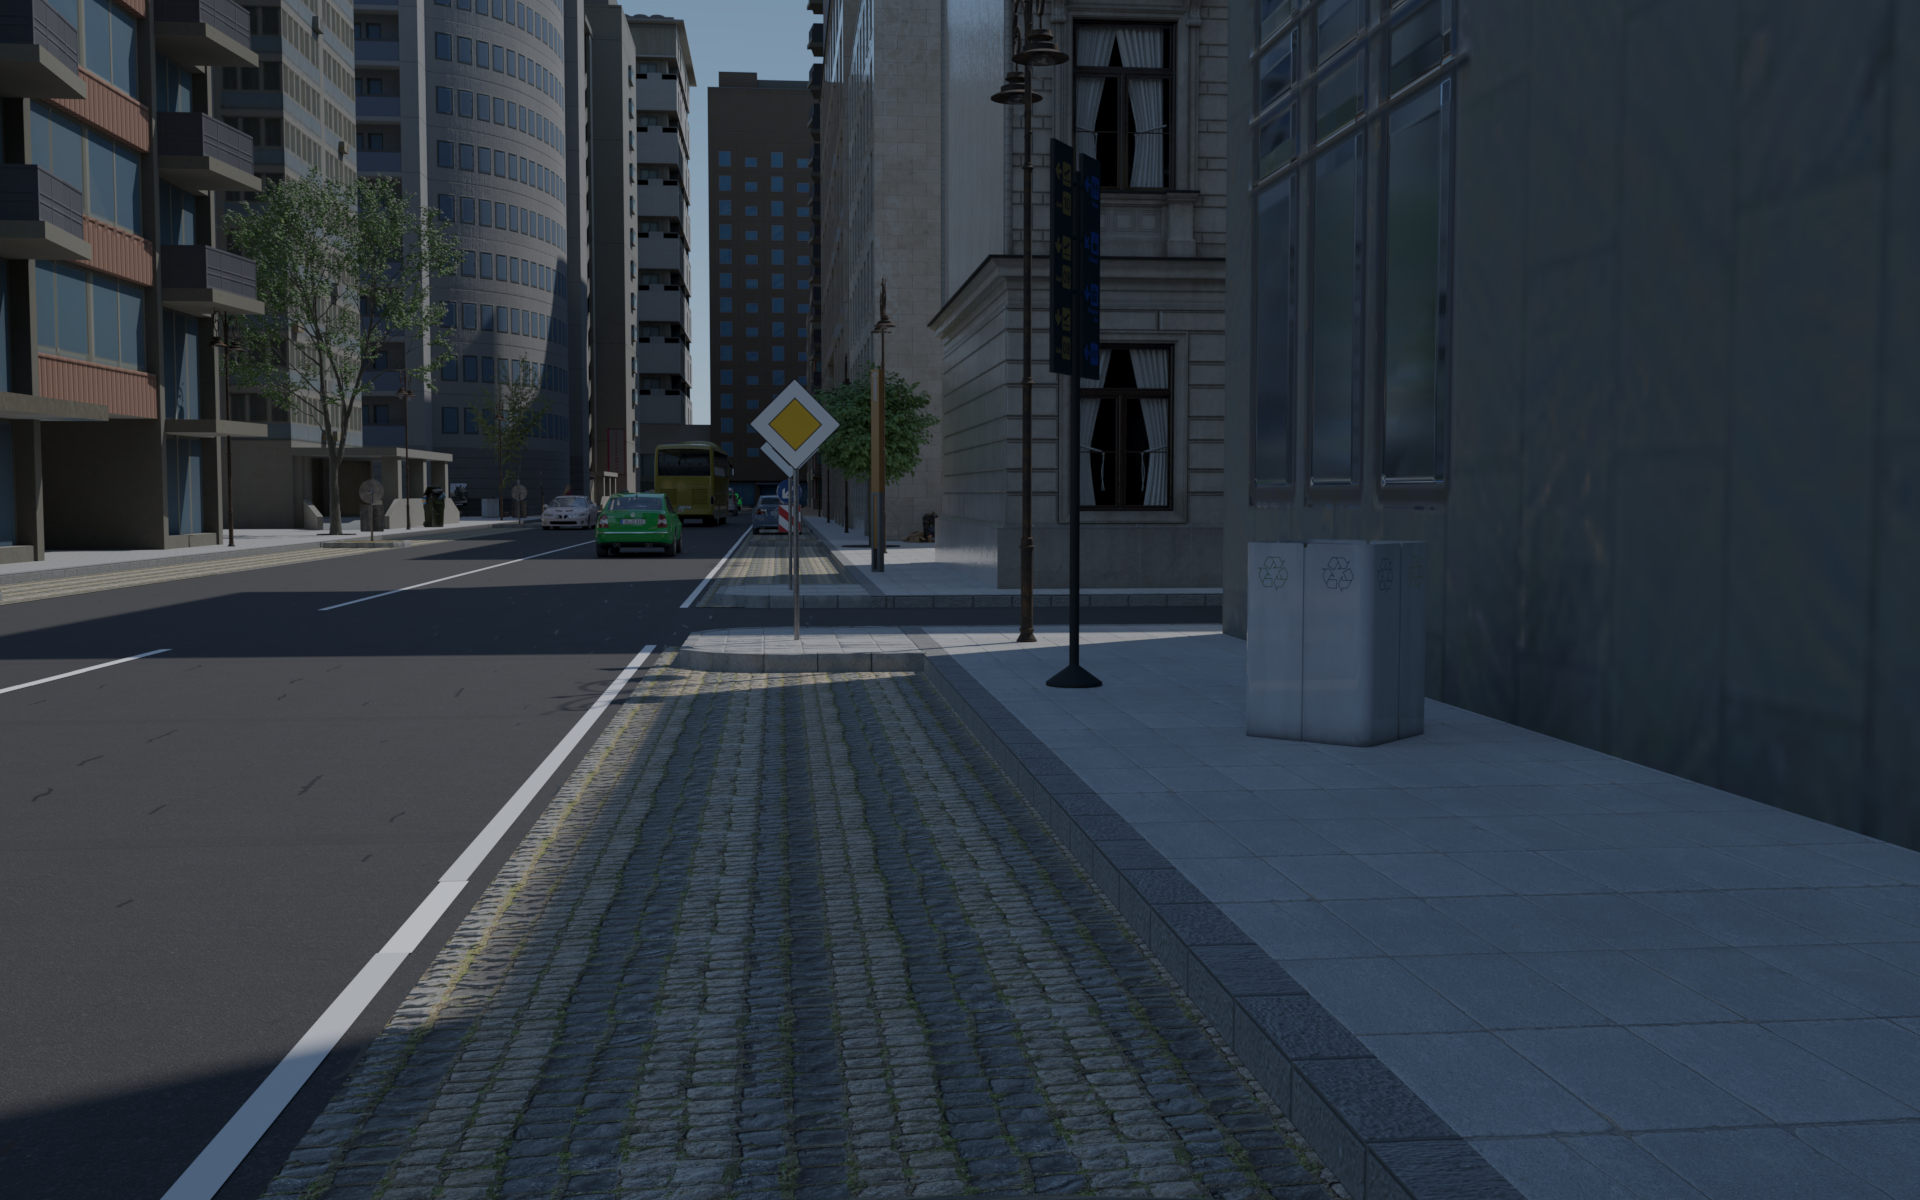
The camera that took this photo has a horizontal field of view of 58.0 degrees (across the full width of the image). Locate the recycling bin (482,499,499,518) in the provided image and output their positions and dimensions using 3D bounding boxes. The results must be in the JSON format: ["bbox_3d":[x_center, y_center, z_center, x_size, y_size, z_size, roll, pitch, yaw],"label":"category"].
[{"bbox_3d":[-25.136,-4.903,92.716,0.722,1.027,0.722,-3,4,-36],"label":"recycling bin"}]

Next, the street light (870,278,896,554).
[{"bbox_3d":[-1.652,-3.943,37.251,0.468,5.910,1.993,0,4,-6],"label":"street light"}]

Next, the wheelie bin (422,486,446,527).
[{"bbox_3d":[-20.269,-3.605,66.853,0.693,1.594,0.980,2,4,34],"label":"wheelie bin"}]

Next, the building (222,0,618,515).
[{"bbox_3d":[-43.782,-27.110,135.123,32.217,40.220,23.993,0,4,-6],"label":"building"}]

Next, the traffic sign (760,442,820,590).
[{"bbox_3d":[-2.268,-1.190,23.107,0.795,2.450,0.064,0,4,-6],"label":"traffic sign"}]

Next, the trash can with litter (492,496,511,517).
[{"bbox_3d":[-25.471,-5.174,95.989,1.055,1.170,0.624,-3,5,-41],"label":"trash can with litter"}]

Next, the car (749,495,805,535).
[{"bbox_3d":[-6.559,-3.060,62.028,2.014,1.417,4.499,0,4,-6],"label":"car"}]

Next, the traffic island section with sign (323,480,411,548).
[{"bbox_3d":[-15.864,-2.317,46.511,1.989,1.847,2.006,0,4,-6],"label":"traffic island section with sign"}]

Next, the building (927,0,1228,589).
[{"bbox_3d":[9.036,-10.016,28.390,19.286,19.102,10.561,0,4,-6],"label":"building"}]

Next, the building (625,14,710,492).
[{"bbox_3d":[-41.320,-36.872,192.091,27.495,52.752,28.713,0,4,-6],"label":"building"}]

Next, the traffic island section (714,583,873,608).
[{"bbox_3d":[-2.245,-0.055,23.186,2.009,0.180,2.903,0,4,-6],"label":"traffic island section"}]

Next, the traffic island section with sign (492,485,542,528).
[{"bbox_3d":[-18.656,-3.957,73.322,1.989,1.847,2.006,0,4,-6],"label":"traffic island section with sign"}]

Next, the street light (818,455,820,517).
[{"bbox_3d":[-7.875,-7.591,96.897,0.468,5.910,1.993,0,4,-6],"label":"street light"}]

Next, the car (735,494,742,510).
[{"bbox_3d":[-20.382,-8.892,154.184,1.959,1.807,4.718,0,4,-5],"label":"car"}]

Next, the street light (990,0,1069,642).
[{"bbox_3d":[0.580,-2.574,14.876,0.468,5.910,1.993,0,4,-6],"label":"street light"}]

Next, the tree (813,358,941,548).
[{"bbox_3d":[-2.095,-3.567,42.034,4.285,4.588,4.351,0,3,0],"label":"tree"}]

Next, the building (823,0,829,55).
[{"bbox_3d":[-1.465,-28.068,109.021,14.600,45.320,14.200,0,4,-6],"label":"building"}]

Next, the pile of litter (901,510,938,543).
[{"bbox_3d":[-1.040,-1.966,46.116,1.176,0.858,1.719,1,4,19],"label":"pile of litter"}]

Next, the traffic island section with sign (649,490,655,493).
[{"bbox_3d":[-26.735,-8.686,150.640,1.989,1.847,2.006,0,4,-6],"label":"traffic island section with sign"}]

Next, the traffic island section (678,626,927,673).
[{"bbox_3d":[-1.416,0.430,15.244,2.009,0.180,2.903,0,4,-6],"label":"traffic island section"}]

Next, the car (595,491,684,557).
[{"bbox_3d":[-7.528,-1.960,40.835,1.959,1.807,4.718,0,4,-6],"label":"car"}]

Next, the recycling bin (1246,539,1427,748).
[{"bbox_3d":[2.003,0.204,9.213,0.722,1.027,0.722,3,5,39],"label":"recycling bin"}]

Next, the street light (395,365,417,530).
[{"bbox_3d":[-19.835,-5.462,62.093,0.468,5.910,1.993,0,4,-6],"label":"street light"}]

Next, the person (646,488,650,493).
[{"bbox_3d":[-20.790,-6.533,115.189,0.709,1.838,0.599,0,4,-4],"label":"person"}]

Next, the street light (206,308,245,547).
[{"bbox_3d":[-17.790,-4.240,42.107,0.468,5.910,1.993,0,4,-6],"label":"street light"}]

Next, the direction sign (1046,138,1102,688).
[{"bbox_3d":[0.765,-1.193,11.507,0.379,3.537,0.876,2,4,24],"label":"direction sign"}]

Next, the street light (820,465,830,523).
[{"bbox_3d":[-5.862,-6.374,77.009,0.468,5.910,1.993,0,4,-6],"label":"street light"}]

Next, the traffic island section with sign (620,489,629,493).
[{"bbox_3d":[-23.938,-7.046,123.830,1.989,1.847,2.006,0,4,-6],"label":"traffic island section with sign"}]

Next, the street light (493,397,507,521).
[{"bbox_3d":[-21.967,-6.731,82.831,0.468,5.910,1.993,0,4,-6],"label":"street light"}]

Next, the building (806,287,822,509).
[{"bbox_3d":[-0.106,-19.293,160.484,27.650,21.520,28.899,0,4,-6],"label":"building"}]

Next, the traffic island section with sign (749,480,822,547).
[{"bbox_3d":[-4.810,-2.389,47.683,1.989,1.847,2.006,0,4,-6],"label":"traffic island section with sign"}]

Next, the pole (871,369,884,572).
[{"bbox_3d":[-1.355,-2.116,28.443,0.158,3.312,0.155,0,3,0],"label":"pole"}]

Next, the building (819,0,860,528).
[{"bbox_3d":[3.495,-16.946,81.585,19.350,26.468,34.151,0,4,-6],"label":"building"}]

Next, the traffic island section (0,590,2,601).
[{"bbox_3d":[-13.625,0.017,22.007,2.009,0.180,2.903,0,4,-6],"label":"traffic island section"}]

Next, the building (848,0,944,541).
[{"bbox_3d":[1.980,-12.277,55.477,10.420,20.320,16.860,0,4,-6],"label":"building"}]

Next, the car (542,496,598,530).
[{"bbox_3d":[-15.879,-3.568,70.696,2.083,1.381,4.827,0,4,-5],"label":"car"}]

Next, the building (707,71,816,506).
[{"bbox_3d":[-19.755,-32.884,187.768,14.200,45.320,14.600,0,4,-6],"label":"building"}]

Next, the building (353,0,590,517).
[{"bbox_3d":[-35.697,-34.639,108.344,21.231,58.520,28.212,0,4,-6],"label":"building"}]

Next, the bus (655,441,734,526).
[{"bbox_3d":[-12.224,-5.414,80.061,2.896,3.916,12.252,0,4,-4],"label":"bus"}]

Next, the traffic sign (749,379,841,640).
[{"bbox_3d":[-1.439,-0.705,15.165,0.795,2.450,0.064,0,4,-6],"label":"traffic sign"}]

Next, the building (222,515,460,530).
[{"bbox_3d":[-37.497,-22.945,67.031,32.217,40.220,23.993,0,4,-6],"label":"building"}]

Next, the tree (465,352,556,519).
[{"bbox_3d":[-22.933,-8.468,88.809,4.737,8.622,4.395,0,3,0],"label":"tree"}]

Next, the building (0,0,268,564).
[{"bbox_3d":[-27.423,-23.166,33.383,22.147,44.769,28.867,0,4,-6],"label":"building"}]

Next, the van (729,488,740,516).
[{"bbox_3d":[-15.533,-6.559,114.257,2.013,2.044,4.112,0,4,-5],"label":"van"}]

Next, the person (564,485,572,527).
[{"bbox_3d":[-17.285,-4.157,76.438,0.573,1.828,0.580,-2,4,-34],"label":"person"}]

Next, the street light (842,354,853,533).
[{"bbox_3d":[-3.754,-5.159,57.130,0.468,5.910,1.993,0,4,-6],"label":"street light"}]

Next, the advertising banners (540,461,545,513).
[{"bbox_3d":[-22.638,-5.973,93.849,0.090,3.025,2.074,-1,4,-10],"label":"advertising banners"}]

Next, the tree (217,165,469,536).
[{"bbox_3d":[-19.439,-7.838,53.914,9.928,11.665,9.643,0,3,0],"label":"tree"}]

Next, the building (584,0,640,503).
[{"bbox_3d":[-41.196,-32.776,159.586,21.600,48.544,21.300,0,4,-6],"label":"building"}]

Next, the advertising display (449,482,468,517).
[{"bbox_3d":[-27.752,-5.545,95.879,0.974,1.923,0.123,-1,4,-18],"label":"advertising display"}]

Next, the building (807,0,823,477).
[{"bbox_3d":[-0.285,-29.122,130.771,22.147,44.769,28.867,0,4,-6],"label":"building"}]
